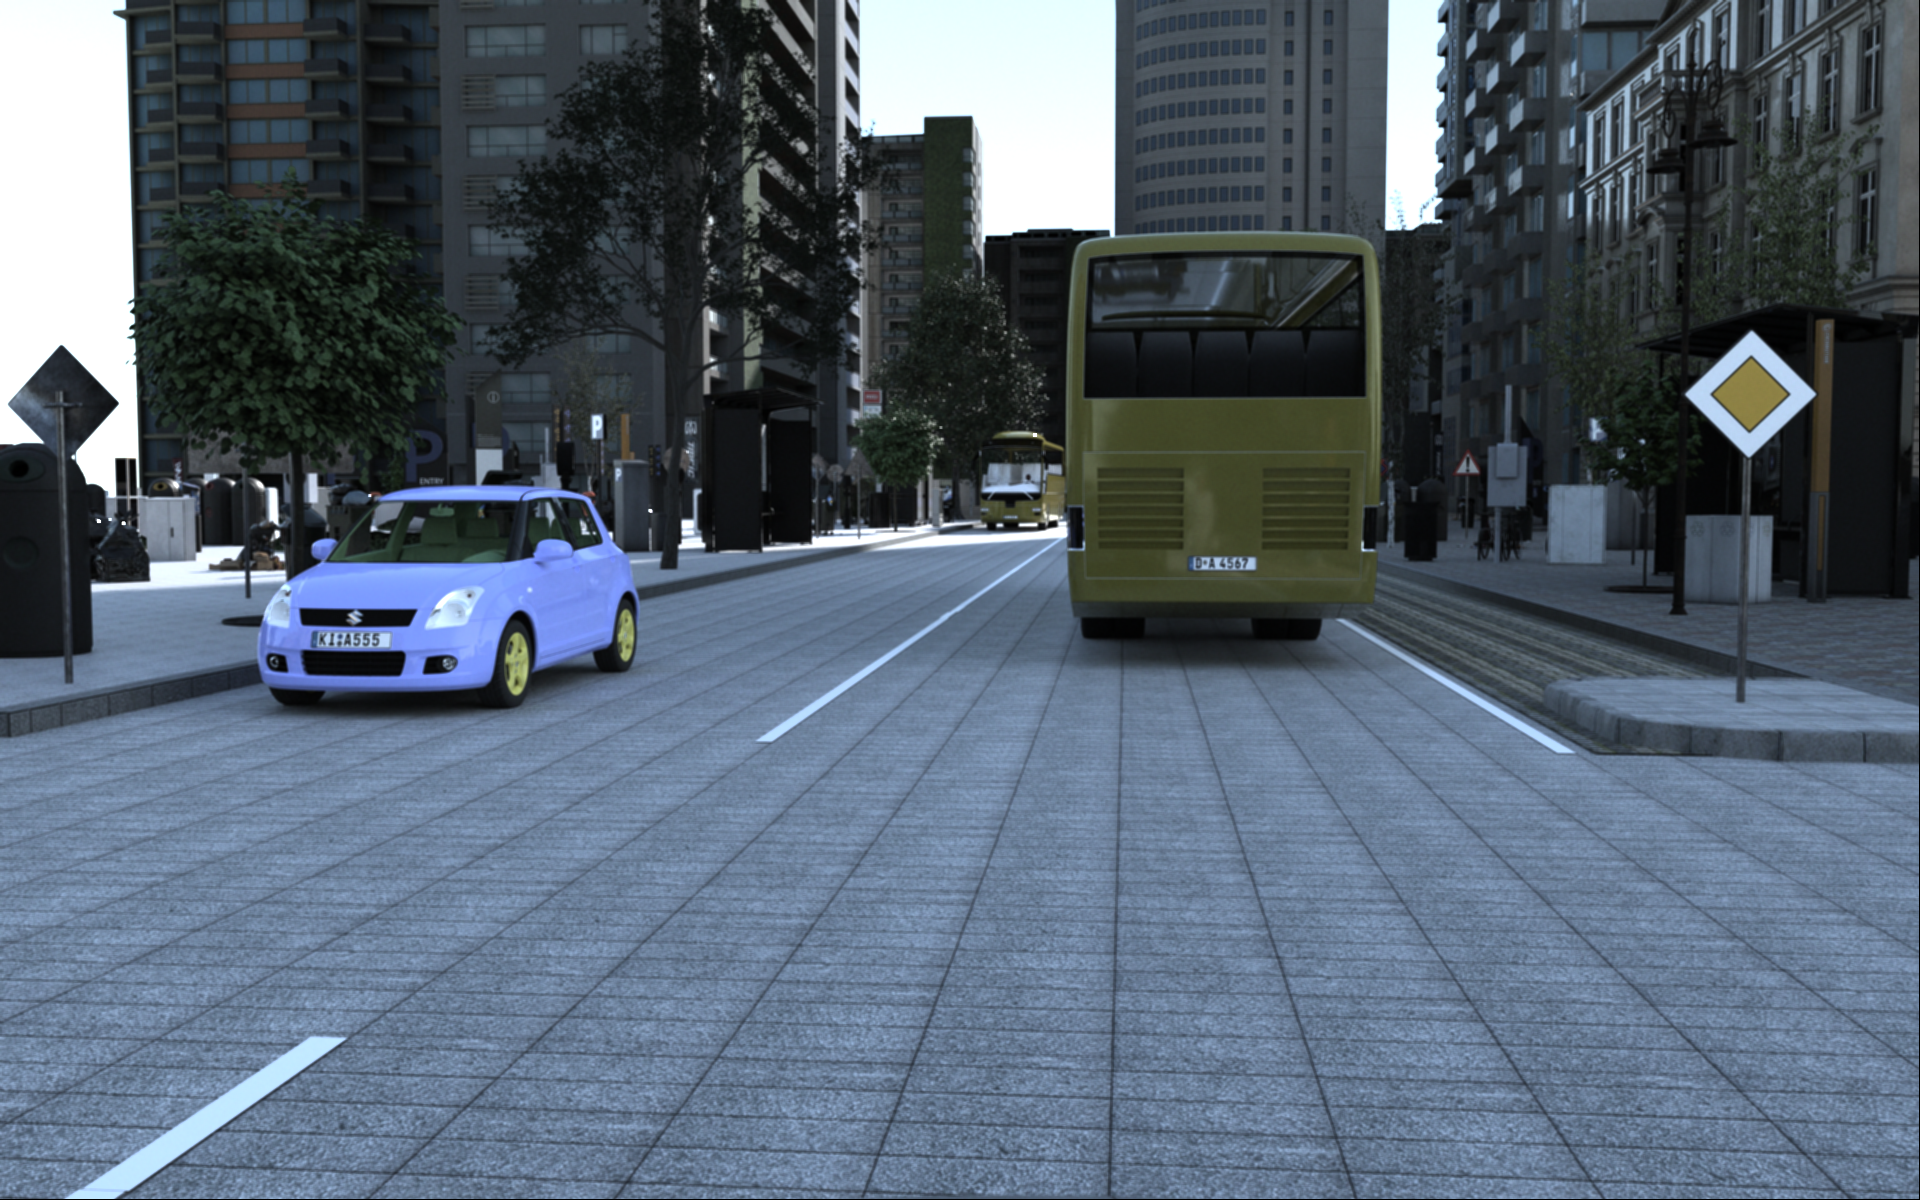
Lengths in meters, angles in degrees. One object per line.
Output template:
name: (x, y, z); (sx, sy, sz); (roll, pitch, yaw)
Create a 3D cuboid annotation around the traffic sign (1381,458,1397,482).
traffic sign: (14.909, -3.690, 60.437); (0.768, 2.556, 0.104); (1, 4, 11)

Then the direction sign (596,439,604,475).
direction sign: (-14.819, -4.854, 71.353); (0.379, 3.537, 0.876); (0, 4, 5)

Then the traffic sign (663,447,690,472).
traffic sign: (-7.569, -2.817, 46.159); (0.768, 2.556, 0.104); (1, 4, 13)

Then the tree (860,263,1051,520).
tree: (-0.143, -10.348, 86.193); (9.611, 12.733, 9.660); (0, 3, 0)

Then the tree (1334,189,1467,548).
tree: (10.080, -5.554, 41.169); (4.360, 8.622, 3.978); (0, 3, 0)

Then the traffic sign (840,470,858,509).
traffic sign: (-4.478, -4.222, 70.209); (0.795, 2.450, 0.064); (1, 4, 9)

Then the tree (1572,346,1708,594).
tree: (8.890, -1.721, 22.741); (1.663, 3.219, 1.824); (0, 3, 0)

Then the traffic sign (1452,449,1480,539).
traffic sign: (14.603, -3.050, 49.869); (0.884, 2.594, 0.081); (0, 4, 7)

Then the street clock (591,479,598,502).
street clock: (-17.191, -4.706, 81.507); (0.471, 2.002, 0.358); (-1, 4, -16)

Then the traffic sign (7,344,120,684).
traffic sign: (-6.034, -0.491, 11.673); (0.795, 2.450, 0.064); (0, 4, 5)

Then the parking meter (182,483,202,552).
parking meter: (-16.899, -1.816, 38.099); (0.372, 1.533, 0.369); (0, 3, 0)

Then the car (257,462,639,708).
car: (-3.657, -0.195, 12.782); (1.945, 1.707, 3.694); (0, 4, 7)

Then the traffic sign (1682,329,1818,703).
traffic sign: (4.808, -0.426, 10.612); (0.795, 2.450, 0.064); (0, 4, 5)

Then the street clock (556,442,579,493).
street clock: (-5.465, -1.192, 24.055); (0.358, 2.002, 0.471); (-1, 4, -9)

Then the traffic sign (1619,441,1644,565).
traffic sign: (12.204, -1.786, 31.339); (0.606, 2.300, 0.079); (1, 4, 12)

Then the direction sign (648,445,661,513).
direction sign: (-14.090, -5.380, 79.966); (0.876, 3.537, 0.379); (3, 5, 43)

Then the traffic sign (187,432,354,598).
traffic sign: (-8.462, -1.671, 21.194); (2.265, 3.308, 0.079); (1, 4, 12)

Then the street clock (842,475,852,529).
street clock: (-4.157, -3.618, 63.719); (0.358, 2.002, 0.471); (-1, 4, -16)

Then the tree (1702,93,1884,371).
tree: (15.257, -5.035, 32.687); (4.737, 8.622, 4.395); (0, 3, 0)

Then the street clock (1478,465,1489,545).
street clock: (13.074, -2.359, 43.139); (0.358, 2.002, 0.471); (1, 4, 11)

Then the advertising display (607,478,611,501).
advertising display: (-14.154, -3.955, 69.877); (0.123, 1.923, 0.974); (-1, 4, -11)

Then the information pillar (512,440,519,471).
information pillar: (-19.425, -5.163, 75.775); (0.183, 3.616, 0.504); (1, 4, 10)

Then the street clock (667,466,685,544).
street clock: (-7.236, -2.421, 44.147); (0.358, 2.002, 0.471); (-3, 5, -43)

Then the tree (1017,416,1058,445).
tree: (6.683, -12.456, 154.025); (4.360, 8.622, 3.978); (0, 3, 0)

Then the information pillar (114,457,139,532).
information pillar: (-16.608, -1.837, 34.533); (0.304, 2.012, 0.304); (1, 4, 10)

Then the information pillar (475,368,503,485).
information pillar: (-8.686, -2.487, 32.021); (0.504, 3.616, 0.183); (-1, 4, -21)

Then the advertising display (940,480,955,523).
advertising display: (-0.579, -4.438, 77.775); (0.123, 1.923, 0.974); (-3, 4, -37)

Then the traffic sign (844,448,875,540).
traffic sign: (-2.834, -2.971, 48.575); (0.884, 2.594, 0.081); (1, 4, 12)

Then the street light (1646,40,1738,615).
street light: (7.656, -2.783, 18.284); (0.468, 5.910, 1.993); (0, 4, 5)

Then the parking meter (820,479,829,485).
parking meter: (-5.254, -3.748, 66.994); (0.399, 1.863, 0.255); (0, 4, -4)

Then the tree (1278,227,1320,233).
tree: (14.112, -9.520, 73.783); (7.486, 12.596, 7.792); (0, 3, 0)

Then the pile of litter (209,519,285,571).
pile of litter: (-11.981, -0.940, 29.332); (1.719, 0.858, 1.176); (3, 5, 42)

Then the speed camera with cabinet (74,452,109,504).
speed camera with cabinet: (-35.323, -4.623, 69.930); (0.660, 3.252, 2.038); (1, 4, 15)

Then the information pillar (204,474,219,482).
information pillar: (-25.808, -4.179, 59.686); (0.504, 3.616, 0.183); (-1, 4, -19)

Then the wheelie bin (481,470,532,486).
wheelie bin: (-6.076, -0.938, 23.250); (0.693, 1.594, 0.980); (2, 4, 29)

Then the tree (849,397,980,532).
tree: (-2.114, -4.583, 58.647); (4.285, 4.588, 4.351); (0, 3, 0)

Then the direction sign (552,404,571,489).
direction sign: (-10.118, -3.185, 44.073); (0.379, 3.537, 0.876); (1, 4, 16)

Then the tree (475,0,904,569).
tree: (-4.654, -5.798, 29.218); (7.601, 10.594, 8.767); (1, 4, 14)

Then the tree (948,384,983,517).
tree: (0.874, -9.057, 98.442); (4.360, 8.622, 3.978); (0, 3, 0)

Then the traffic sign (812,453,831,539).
traffic sign: (-4.045, -2.932, 49.119); (0.795, 2.450, 0.064); (1, 4, 14)

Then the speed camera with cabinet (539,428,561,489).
speed camera with cabinet: (-11.937, -3.472, 51.101); (0.660, 3.252, 2.038); (-1, 4, -16)

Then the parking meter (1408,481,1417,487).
parking meter: (20.007, -4.343, 76.716); (0.399, 1.863, 0.255); (1, 4, 23)

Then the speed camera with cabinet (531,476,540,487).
speed camera with cabinet: (-21.460, -5.692, 87.405); (0.660, 3.252, 2.038); (-2, 4, -27)

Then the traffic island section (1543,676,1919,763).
traffic island section: (4.832, 0.709, 10.687); (2.009, 0.180, 2.903); (0, 4, 5)

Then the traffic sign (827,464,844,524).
traffic sign: (-5.323, -4.518, 73.972); (0.768, 2.556, 0.104); (0, 4, 7)

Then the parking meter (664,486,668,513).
parking meter: (-9.286, -2.883, 55.555); (0.372, 1.533, 0.369); (0, 3, 0)

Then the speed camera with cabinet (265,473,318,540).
speed camera with cabinet: (-17.739, -3.087, 44.808); (2.038, 3.252, 0.660); (0, 4, 3)

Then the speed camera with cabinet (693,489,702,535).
speed camera with cabinet: (-7.358, -3.687, 54.620); (2.038, 3.252, 0.660); (0, 4, 3)

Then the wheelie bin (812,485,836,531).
wheelie bin: (-4.764, -3.214, 60.459); (0.980, 1.594, 0.693); (2, 4, 32)

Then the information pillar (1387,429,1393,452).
information pillar: (15.071, -4.246, 60.777); (0.183, 3.616, 0.504); (0, 3, 0)

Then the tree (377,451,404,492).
tree: (-25.045, -5.021, 76.692); (1.663, 3.219, 1.824); (0, 3, 0)

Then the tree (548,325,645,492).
tree: (-15.936, -7.618, 74.913); (4.360, 8.622, 3.978); (0, 3, 0)

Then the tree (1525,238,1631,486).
tree: (18.747, -6.141, 50.762); (4.737, 8.622, 4.395); (0, 3, 0)

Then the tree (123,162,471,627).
tree: (-6.625, -2.050, 17.239); (4.285, 4.588, 4.351); (0, 3, 0)

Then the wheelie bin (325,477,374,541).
wheelie bin: (-11.460, -1.508, 32.557); (0.980, 1.594, 0.693); (1, 4, 23)

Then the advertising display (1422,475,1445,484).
advertising display: (15.960, -3.257, 58.465); (0.123, 1.923, 0.974); (-2, 4, -27)

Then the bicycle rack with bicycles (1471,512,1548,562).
bicycle rack with bicycles: (11.048, -1.234, 33.560); (2.852, 0.926, 2.925); (3, 4, 37)

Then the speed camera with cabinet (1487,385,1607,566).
speed camera with cabinet: (10.670, -2.272, 31.479); (2.038, 3.252, 0.660); (1, 4, 19)

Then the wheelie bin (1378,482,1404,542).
wheelie bin: (11.400, -2.342, 46.203); (0.693, 1.594, 0.980); (-2, 4, -24)
